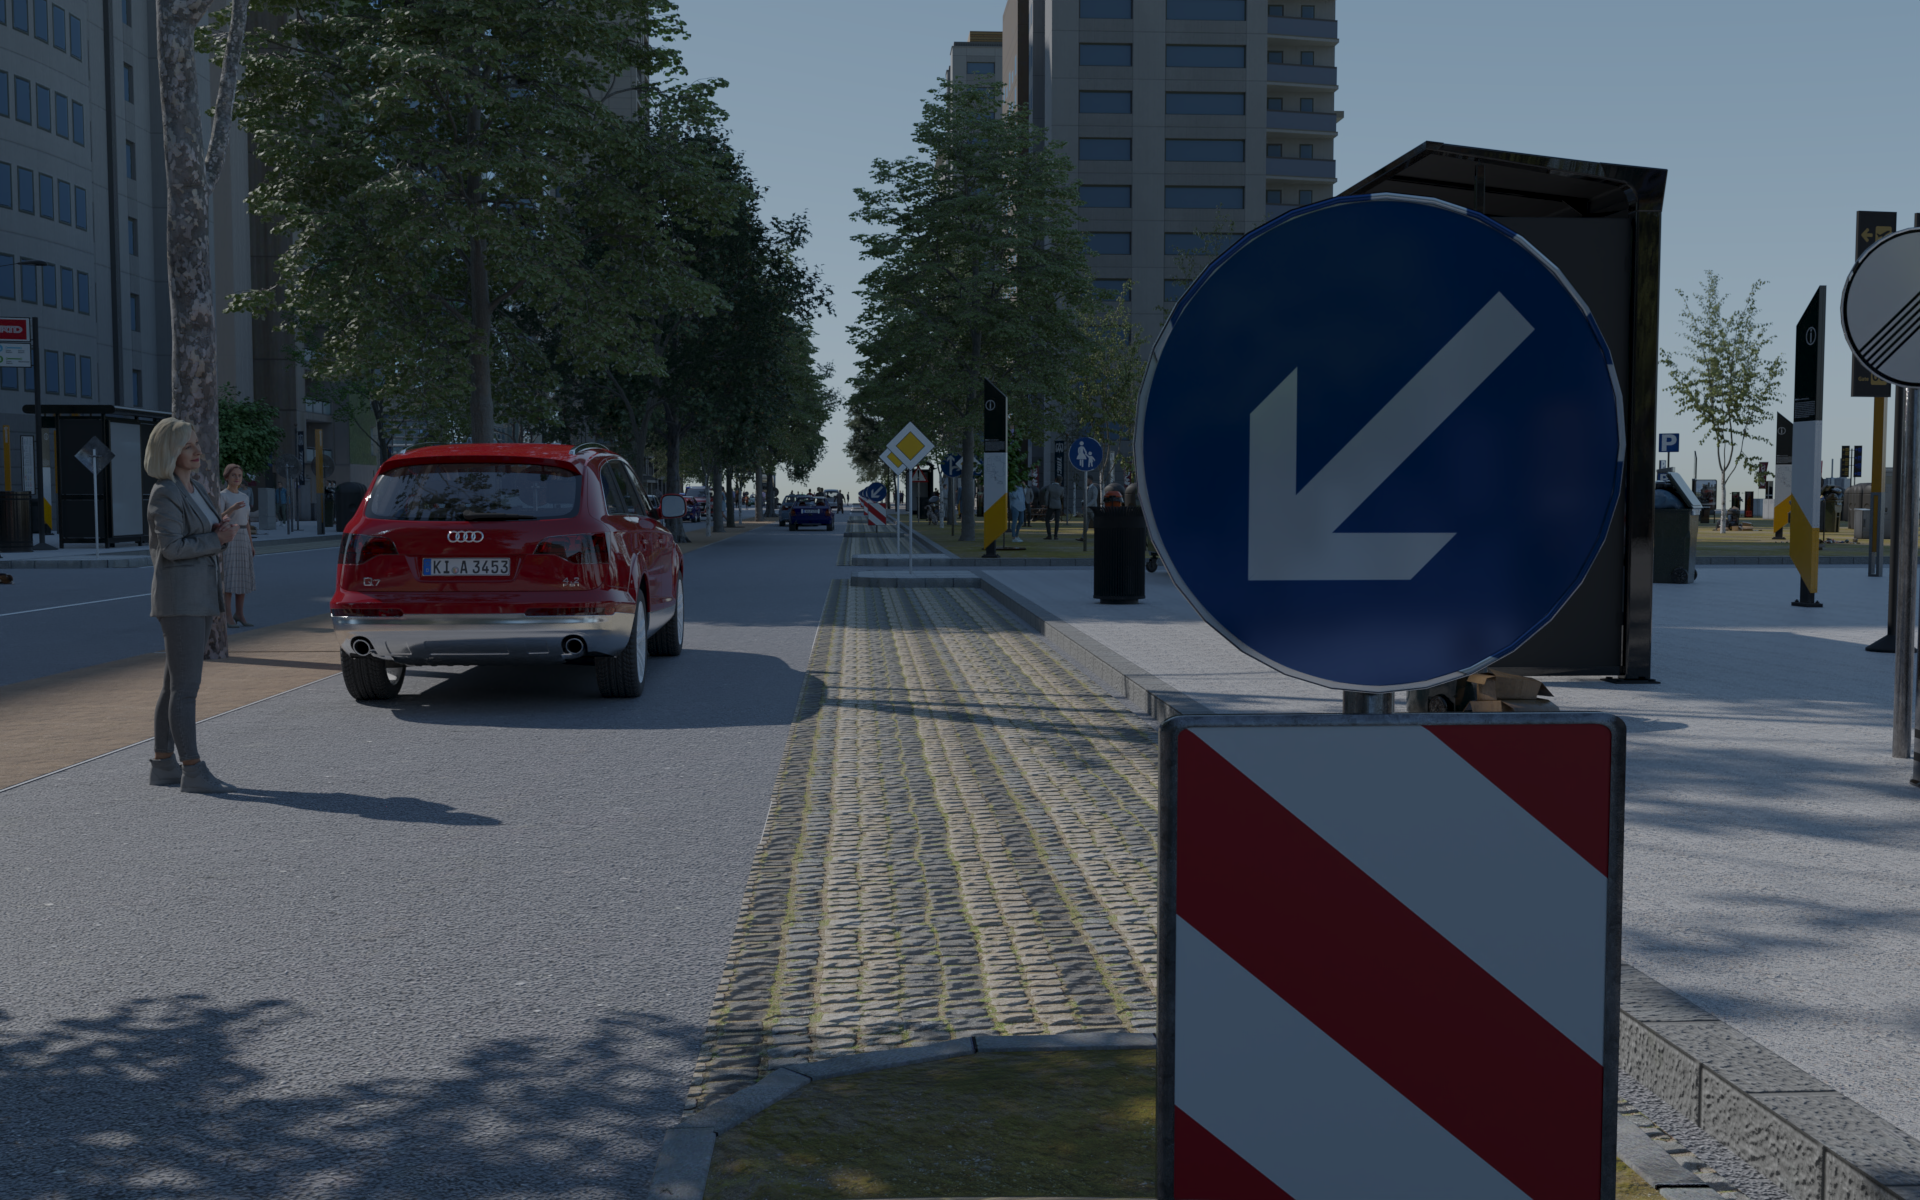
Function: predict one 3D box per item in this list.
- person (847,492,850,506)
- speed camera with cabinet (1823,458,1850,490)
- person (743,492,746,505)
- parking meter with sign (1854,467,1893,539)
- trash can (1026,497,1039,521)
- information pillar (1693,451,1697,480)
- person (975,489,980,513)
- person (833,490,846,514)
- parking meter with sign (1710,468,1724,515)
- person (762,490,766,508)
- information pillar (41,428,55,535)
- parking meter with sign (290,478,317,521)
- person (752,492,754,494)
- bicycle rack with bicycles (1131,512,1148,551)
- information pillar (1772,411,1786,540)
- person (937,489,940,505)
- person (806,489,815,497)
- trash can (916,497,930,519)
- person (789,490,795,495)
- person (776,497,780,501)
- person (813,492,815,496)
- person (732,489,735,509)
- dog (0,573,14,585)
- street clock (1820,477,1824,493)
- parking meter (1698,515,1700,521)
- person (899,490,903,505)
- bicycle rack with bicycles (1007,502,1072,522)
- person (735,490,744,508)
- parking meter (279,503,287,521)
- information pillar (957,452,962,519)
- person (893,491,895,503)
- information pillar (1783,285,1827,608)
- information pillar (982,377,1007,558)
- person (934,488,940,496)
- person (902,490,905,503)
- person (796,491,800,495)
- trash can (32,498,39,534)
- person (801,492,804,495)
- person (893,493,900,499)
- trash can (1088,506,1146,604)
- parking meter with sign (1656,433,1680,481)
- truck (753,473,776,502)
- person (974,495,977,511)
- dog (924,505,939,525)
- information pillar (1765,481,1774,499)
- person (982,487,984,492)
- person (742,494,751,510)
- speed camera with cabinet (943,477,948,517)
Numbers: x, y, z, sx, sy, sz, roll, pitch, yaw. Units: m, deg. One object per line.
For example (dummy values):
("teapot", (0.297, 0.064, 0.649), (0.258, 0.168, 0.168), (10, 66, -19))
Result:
("person", (-13.618, -12.319, 210.837), (0.530, 1.710, 0.541), (2, 4, 35))
("speed camera with cabinet", (49.419, -6.301, 97.359), (2.038, 3.252, 0.660), (-1, 4, -17))
("person", (-29.434, -13.928, 236.678), (0.683, 1.767, 0.568), (1, 4, 19))
("parking meter with sign", (26.467, -3.255, 49.488), (1.738, 3.016, 0.543), (-1, 4, -12))
("trash can", (3.422, -4.351, 82.786), (0.748, 1.137, 0.748), (0, 3, 0))
("information pillar", (39.628, -6.241, 93.388), (0.183, 3.616, 0.504), (1, 4, 13))
("person", (1.224, -6.824, 119.086), (0.415, 1.643, 0.593), (-3, 5, -44))
("person", (-8.774, -7.160, 126.123), (0.990, 1.755, 0.434), (-2, 4, -23))
("parking meter with sign", (46.148, -6.755, 106.701), (1.738, 3.016, 0.543), (2, 4, 24))
("person", (-19.816, -10.109, 173.658), (0.599, 1.838, 0.709), (3, 5, 40))
("information pillar", (-28.430, -3.819, 53.790), (0.183, 3.616, 0.504), (1, 4, 8))
("parking meter with sign", (-31.086, -5.240, 81.939), (0.543, 3.016, 1.738), (1, 4, 20))
("person", (-30.820, -15.188, 257.767), (0.436, 1.711, 0.756), (1, 4, 10))
("bicycle rack with bicycles", (4.878, -1.623, 39.911), (2.852, 0.926, 2.925), (0, 4, -3))
("information pillar", (23.194, -3.511, 48.758), (0.504, 3.616, 0.183), (2, 4, 34))
("person", (-2.561, -12.068, 203.317), (1.348, 1.831, 0.705), (-3, 4, -39))
("person", (-10.778, -7.110, 124.680), (1.348, 1.831, 0.705), (2, 4, 24))
("trash can", (-1.890, -4.684, 88.240), (0.748, 1.137, 0.748), (0, 3, 0))
("person", (-13.499, -7.968, 139.336), (0.990, 1.755, 0.434), (1, 4, 15))
("person", (-15.475, -8.203, 142.621), (1.348, 1.824, 0.705), (-3, 4, -38))
("person", (-19.621, -13.678, 233.079), (0.756, 1.711, 0.436), (1, 4, 17))
("person", (-17.073, -7.388, 129.159), (0.599, 1.838, 0.709), (-1, 4, -16))
("dog", (-15.337, -0.447, 27.500), (0.550, 0.427, 0.748), (-2, 4, -35))
("street clock", (35.664, -4.126, 72.027), (0.471, 2.002, 0.358), (-2, 4, -31))
("parking meter", (34.674, -4.626, 81.339), (0.399, 1.863, 0.255), (-2, 4, -33))
("person", (-7.004, -12.045, 203.903), (0.541, 1.710, 0.530), (1, 4, 22))
("bicycle rack with bicycles", (3.605, -4.068, 79.895), (2.925, 0.926, 2.852), (1, 4, 9))
("person", (-22.344, -10.111, 173.944), (1.348, 1.807, 0.705), (-2, 4, -32))
("parking meter", (-32.475, -4.562, 83.002), (0.372, 1.533, 0.369), (0, 3, 0))
("information pillar", (0.112, -6.011, 89.633), (0.504, 3.616, 0.183), (3, 4, 36))
("person", (-9.781, -15.369, 257.338), (0.705, 1.822, 1.348), (-1, 4, -17))
("information pillar", (9.653, -1.735, 19.722), (0.183, 3.616, 0.504), (0, 4, -3))
("information pillar", (0.700, -2.653, 34.726), (0.504, 3.616, 0.183), (1, 4, 22))
("person", (-2.209, -9.363, 158.763), (1.348, 1.869, 0.705), (0, 4, 4))
("person", (-8.117, -14.719, 246.827), (0.705, 1.807, 1.348), (-2, 4, -27))
("person", (-16.513, -10.246, 176.735), (1.217, 1.736, 0.721), (0, 4, -1))
("trash can", (-29.883, -2.724, 56.185), (0.748, 1.137, 0.748), (0, 3, 0))
("person", (-23.044, -14.920, 253.268), (1.217, 1.723, 0.721), (-1, 4, -19))
("person", (-6.218, -9.734, 168.419), (0.697, 1.427, 0.421), (1, 4, 10))
("trash can", (1.869, -0.529, 20.303), (0.748, 1.137, 0.748), (0, 3, 0))
("parking meter with sign", (19.884, -3.219, 48.886), (0.543, 3.016, 1.738), (2, 4, 28))
("truck", (-25.523, -14.579, 227.279), (2.839, 4.237, 11.283), (0, 4, -5))
("person", (0.975, -7.643, 134.268), (1.065, 1.426, 0.557), (0, 4, -1))
("dog", (-1.121, -3.489, 71.433), (0.513, 0.831, 0.800), (-1, 4, -20))
("information pillar", (44.494, -5.551, 95.248), (0.304, 2.012, 0.304), (0, 4, -7))
("person", (1.757, -7.410, 127.336), (0.705, 1.807, 1.348), (1, 4, 13))
("person", (-19.662, -9.048, 159.701), (1.065, 1.426, 0.557), (2, 4, 35))
("speed camera with cabinet", (-0.740, -6.232, 96.231), (0.660, 3.252, 2.038), (0, 4, -3))
